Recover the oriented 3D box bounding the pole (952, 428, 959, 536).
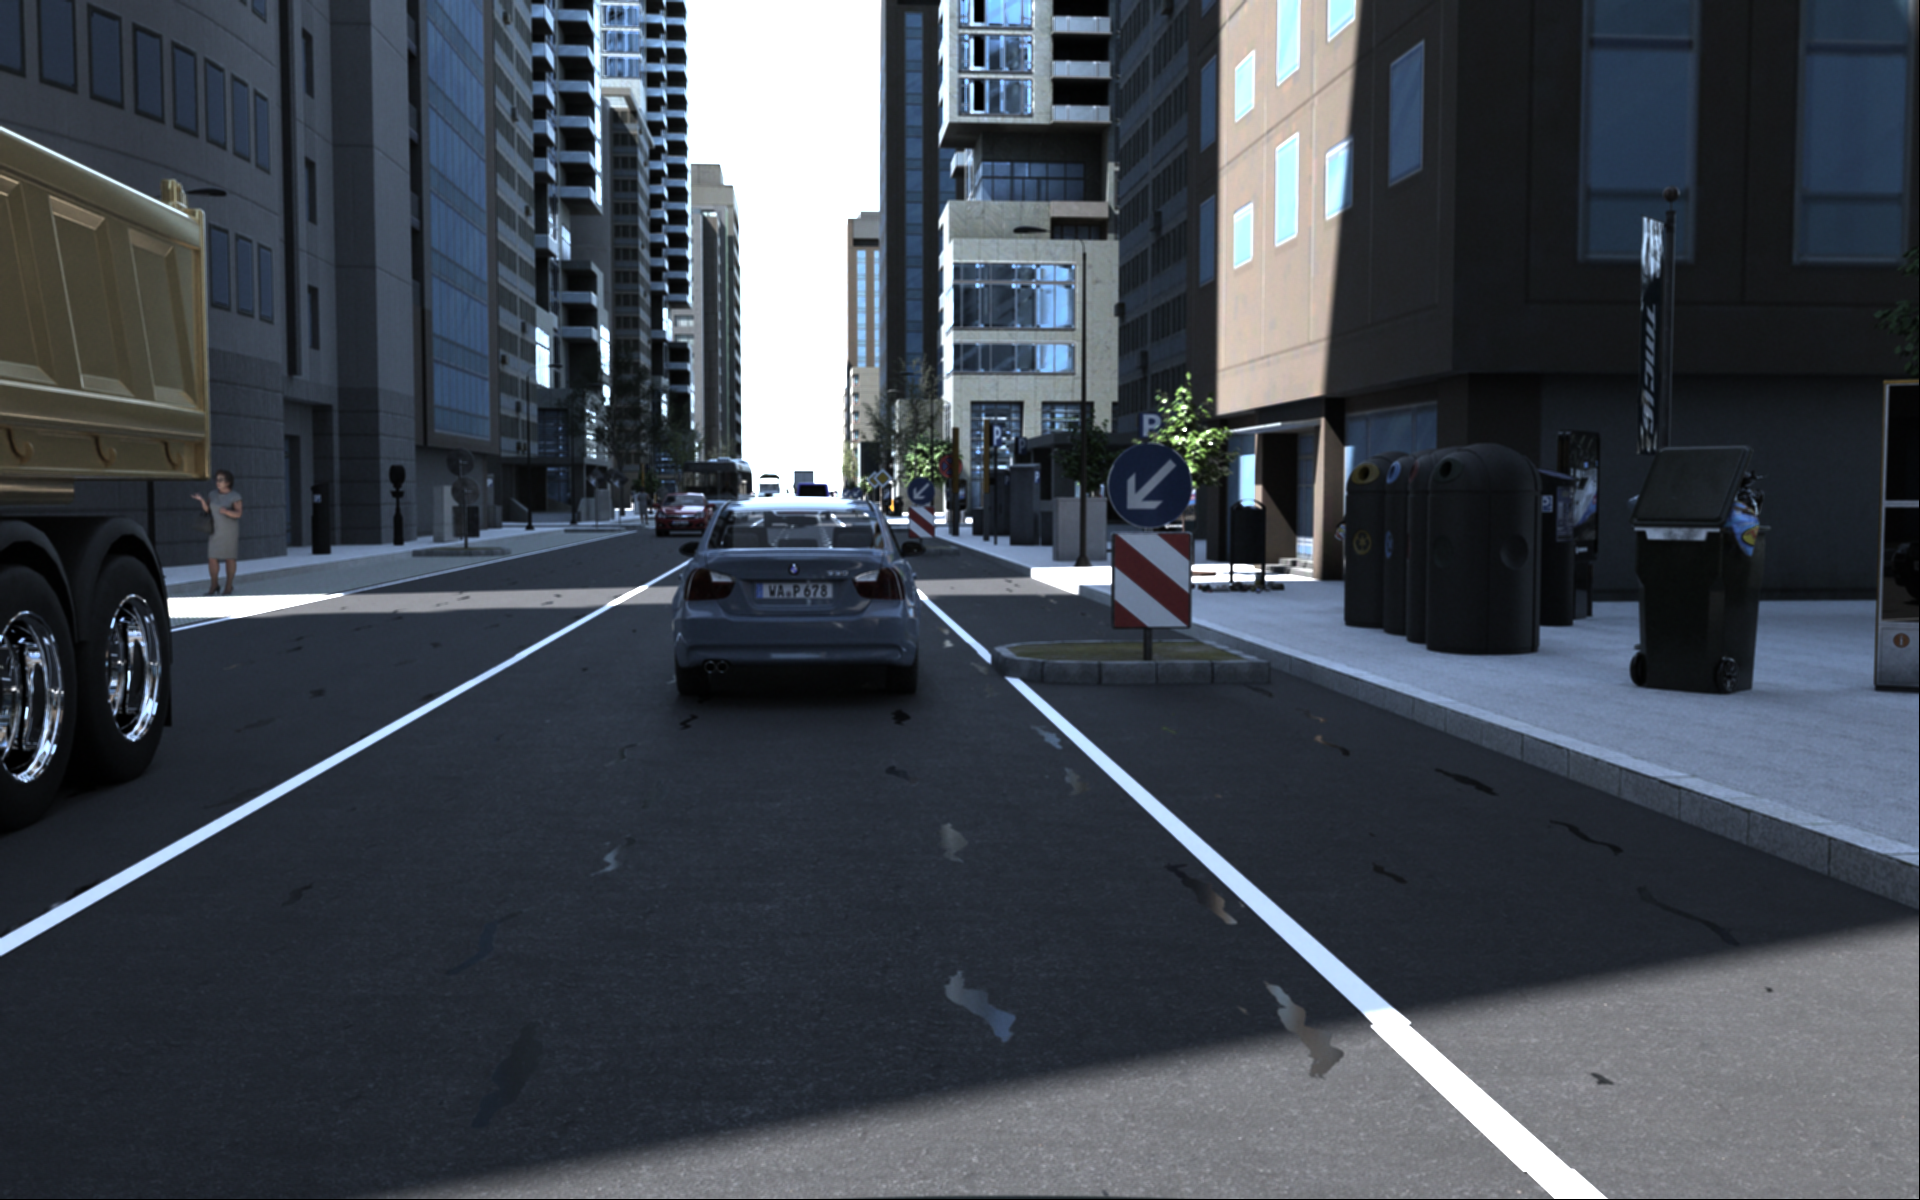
[{"bbox_3d":[-0.138,-3.627,53.143,0.158,3.312,0.155,0,3,0],"label":"pole"}]

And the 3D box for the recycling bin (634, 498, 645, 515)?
[{"bbox_3d":[-20.024,-5.857,108.319,0.722,1.027,0.722,-1,4,-15],"label":"recycling bin"}]

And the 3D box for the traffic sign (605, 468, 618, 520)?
[{"bbox_3d":[-17.192,-5.235,85.700,0.768,2.556,0.104,0,4,-3],"label":"traffic sign"}]

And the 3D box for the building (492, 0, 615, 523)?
[{"bbox_3d":[-33.904,-23.930,83.137,32.217,40.220,23.993,0,4,-5],"label":"building"}]

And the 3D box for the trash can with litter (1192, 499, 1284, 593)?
[{"bbox_3d":[3.450,-0.738,23.123,2.233,1.210,1.678,-1,4,-23],"label":"trash can with litter"}]

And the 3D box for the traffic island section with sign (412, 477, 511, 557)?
[{"bbox_3d":[-11.566,-1.943,40.391,1.989,1.847,2.006,0,4,-5],"label":"traffic island section with sign"}]

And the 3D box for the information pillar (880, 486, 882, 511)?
[{"bbox_3d":[-5.365,-7.117,120.858,0.304,2.012,0.304,1,4,15],"label":"information pillar"}]

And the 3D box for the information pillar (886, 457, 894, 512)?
[{"bbox_3d":[-4.417,-7.231,109.576,0.504,3.616,0.183,1,4,14],"label":"information pillar"}]

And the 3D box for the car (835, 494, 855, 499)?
[{"bbox_3d":[-9.070,-7.765,135.746,1.959,1.807,4.718,0,4,-6],"label":"car"}]

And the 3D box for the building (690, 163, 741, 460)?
[{"bbox_3d":[-43.531,-38.654,255.694,21.300,48.544,21.600,0,4,-5],"label":"building"}]

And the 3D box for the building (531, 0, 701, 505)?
[{"bbox_3d":[-38.871,-53.324,184.523,22.319,86.520,31.000,0,4,-5],"label":"building"}]

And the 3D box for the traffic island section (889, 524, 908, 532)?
[{"bbox_3d":[-2.929,-2.693,66.316,2.009,0.180,2.903,0,4,-5],"label":"traffic island section"}]

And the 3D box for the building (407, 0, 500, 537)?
[{"bbox_3d":[-23.199,-24.717,54.239,14.200,45.320,14.600,0,4,-5],"label":"building"}]

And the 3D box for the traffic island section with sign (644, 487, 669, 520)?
[{"bbox_3d":[-16.385,-5.325,95.683,1.989,1.847,2.006,0,4,-5],"label":"traffic island section with sign"}]

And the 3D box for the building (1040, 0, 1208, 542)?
[{"bbox_3d":[18.194,-22.160,54.198,32.217,40.220,23.993,0,4,-5],"label":"building"}]

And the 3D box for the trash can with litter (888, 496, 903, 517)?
[{"bbox_3d":[-3.671,-5.282,97.749,0.624,1.170,1.055,-3,5,-42],"label":"trash can with litter"}]

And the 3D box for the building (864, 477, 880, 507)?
[{"bbox_3d":[6.103,-29.987,182.172,32.217,40.220,23.993,0,4,-5],"label":"building"}]

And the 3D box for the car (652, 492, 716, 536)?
[{"bbox_3d":[-9.554,-3.128,60.183,2.155,1.783,4.494,0,4,-5],"label":"car"}]

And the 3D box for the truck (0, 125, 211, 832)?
[{"bbox_3d":[-4.981,-0.548,4.890,3.469,3.379,9.791,0,4,-6],"label":"truck"}]

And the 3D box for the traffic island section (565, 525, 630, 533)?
[{"bbox_3d":[-13.730,-2.636,65.384,2.009,0.180,2.903,0,4,-5],"label":"traffic island section"}]

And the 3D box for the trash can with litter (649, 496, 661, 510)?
[{"bbox_3d":[-24.843,-8.009,142.005,2.233,1.210,1.678,1,4,22],"label":"trash can with litter"}]

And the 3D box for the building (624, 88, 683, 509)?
[{"bbox_3d":[-41.198,-28.506,157.947,32.217,40.220,23.993,0,4,-5],"label":"building"}]

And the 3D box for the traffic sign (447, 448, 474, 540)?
[{"bbox_3d":[-13.936,-2.949,48.326,0.768,2.556,0.104,0,4,-1],"label":"traffic sign"}]

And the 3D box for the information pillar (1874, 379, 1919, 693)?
[{"bbox_3d":[6.156,-0.415,11.270,0.304,2.012,0.304,2,4,31],"label":"information pillar"}]

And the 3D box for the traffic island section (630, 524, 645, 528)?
[{"bbox_3d":[-14.423,-3.123,73.340,2.009,0.180,2.903,0,4,-5],"label":"traffic island section"}]

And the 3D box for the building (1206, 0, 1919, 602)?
[{"bbox_3d":[11.917,-23.012,26.350,14.600,45.320,14.200,0,4,-5],"label":"building"}]

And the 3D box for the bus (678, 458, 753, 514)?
[{"bbox_3d":[-12.110,-5.649,87.223,2.948,3.499,13.247,0,4,-3],"label":"bus"}]

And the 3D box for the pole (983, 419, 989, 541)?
[{"bbox_3d":[0.718,-3.274,47.368,0.158,3.312,0.155,0,3,0],"label":"pole"}]

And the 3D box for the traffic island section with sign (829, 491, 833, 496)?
[{"bbox_3d":[-8.213,-7.014,123.313,1.989,1.847,2.006,0,4,-5],"label":"traffic island section with sign"}]

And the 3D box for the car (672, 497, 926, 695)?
[{"bbox_3d":[-1.252,-0.104,13.707,2.014,1.417,4.499,0,4,-4],"label":"car"}]

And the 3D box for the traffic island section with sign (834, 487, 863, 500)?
[{"bbox_3d":[-5.878,-5.372,96.458,1.989,1.847,2.006,0,4,-5],"label":"traffic island section with sign"}]

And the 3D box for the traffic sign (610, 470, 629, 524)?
[{"bbox_3d":[-14.400,-4.259,73.280,0.795,2.450,0.064,0,4,-5],"label":"traffic sign"}]

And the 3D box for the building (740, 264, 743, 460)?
[{"bbox_3d":[-44.813,-37.590,298.197,14.154,41.232,14.086,0,4,-5],"label":"building"}]

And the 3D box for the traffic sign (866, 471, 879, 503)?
[{"bbox_3d":[-3.644,-4.315,74.192,0.795,2.450,0.064,0,4,-5],"label":"traffic sign"}]

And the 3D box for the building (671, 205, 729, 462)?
[{"bbox_3d":[-39.176,-33.908,237.989,14.154,41.232,14.086,0,4,-5],"label":"building"}]

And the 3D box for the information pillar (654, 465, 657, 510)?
[{"bbox_3d":[-24.685,-9.103,140.193,0.183,3.616,0.504,-1,4,-15],"label":"information pillar"}]

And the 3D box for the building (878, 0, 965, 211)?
[{"bbox_3d":[0.532,-30.102,142.277,14.600,45.320,14.200,0,4,-5],"label":"building"}]

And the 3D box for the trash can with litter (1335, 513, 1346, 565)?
[{"bbox_3d":[4.402,-0.465,18.993,0.624,1.170,1.055,1,4,9],"label":"trash can with litter"}]

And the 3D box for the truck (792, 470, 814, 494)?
[{"bbox_3d":[-18.782,-13.423,208.372,2.839,4.237,11.283,0,4,-5],"label":"truck"}]

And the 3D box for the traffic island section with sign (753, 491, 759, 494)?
[{"bbox_3d":[-32.600,-16.722,282.036,1.989,1.847,2.006,0,4,-5],"label":"traffic island section with sign"}]

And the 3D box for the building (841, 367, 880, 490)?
[{"bbox_3d":[-6.171,-27.543,295.362,27.650,21.520,28.899,0,4,-5],"label":"building"}]

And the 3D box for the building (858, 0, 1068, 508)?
[{"bbox_3d":[-0.748,-54.743,207.713,22.319,86.520,31.000,0,4,-5],"label":"building"}]

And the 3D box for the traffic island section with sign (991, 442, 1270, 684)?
[{"bbox_3d":[1.286,-0.330,14.029,1.989,1.847,2.006,0,4,-5],"label":"traffic island section with sign"}]

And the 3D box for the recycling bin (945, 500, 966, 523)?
[{"bbox_3d":[-0.195,-3.938,76.932,0.722,1.027,0.722,1,4,23],"label":"recycling bin"}]

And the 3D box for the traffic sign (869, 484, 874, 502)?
[{"bbox_3d":[-6.047,-7.421,121.444,0.768,2.556,0.104,0,4,-3],"label":"traffic sign"}]

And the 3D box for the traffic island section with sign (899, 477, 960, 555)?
[{"bbox_3d":[-1.081,-2.004,41.392,1.989,1.847,2.006,0,4,-5],"label":"traffic island section with sign"}]

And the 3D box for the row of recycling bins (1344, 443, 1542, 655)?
[{"bbox_3d":[4.278,-0.513,15.495,1.069,1.692,3.534,0,4,-1],"label":"row of recycling bins"}]

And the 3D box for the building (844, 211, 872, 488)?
[{"bbox_3d":[-10.936,-38.075,272.632,14.600,45.320,14.200,0,4,-5],"label":"building"}]

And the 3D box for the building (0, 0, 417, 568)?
[{"bbox_3d":[-24.264,-29.927,31.310,21.231,58.520,28.212,0,4,-5],"label":"building"}]

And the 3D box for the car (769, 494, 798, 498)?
[{"bbox_3d":[-7.665,-4.034,75.747,2.009,1.686,4.222,0,4,-4],"label":"car"}]

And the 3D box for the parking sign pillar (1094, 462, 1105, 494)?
[{"bbox_3d":[6.274,-5.285,74.879,1.447,3.967,1.447,-2,4,-25],"label":"parking sign pillar"}]

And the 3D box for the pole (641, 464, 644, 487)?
[{"bbox_3d":[-21.612,-7.599,118.090,0.158,3.312,0.155,0,3,0],"label":"pole"}]

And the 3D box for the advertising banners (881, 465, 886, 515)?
[{"bbox_3d":[-4.636,-6.665,105.167,0.090,3.025,2.074,0,4,4],"label":"advertising banners"}]

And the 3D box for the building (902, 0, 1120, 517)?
[{"bbox_3d":[7.391,-48.825,110.956,22.319,86.520,31.000,0,4,-5],"label":"building"}]

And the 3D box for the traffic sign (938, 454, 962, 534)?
[{"bbox_3d":[-0.308,-3.377,55.321,0.768,2.556,0.104,0,4,-2],"label":"traffic sign"}]

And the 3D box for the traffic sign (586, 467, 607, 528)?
[{"bbox_3d":[-13.708,-3.773,65.325,0.795,2.450,0.064,0,4,-5],"label":"traffic sign"}]

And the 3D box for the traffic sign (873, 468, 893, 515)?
[{"bbox_3d":[-2.952,-3.828,66.237,0.795,2.450,0.064,0,4,-5],"label":"traffic sign"}]

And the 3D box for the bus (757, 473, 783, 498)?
[{"bbox_3d":[-22.425,-12.984,203.833,2.896,3.916,12.252,0,4,-7],"label":"bus"}]
